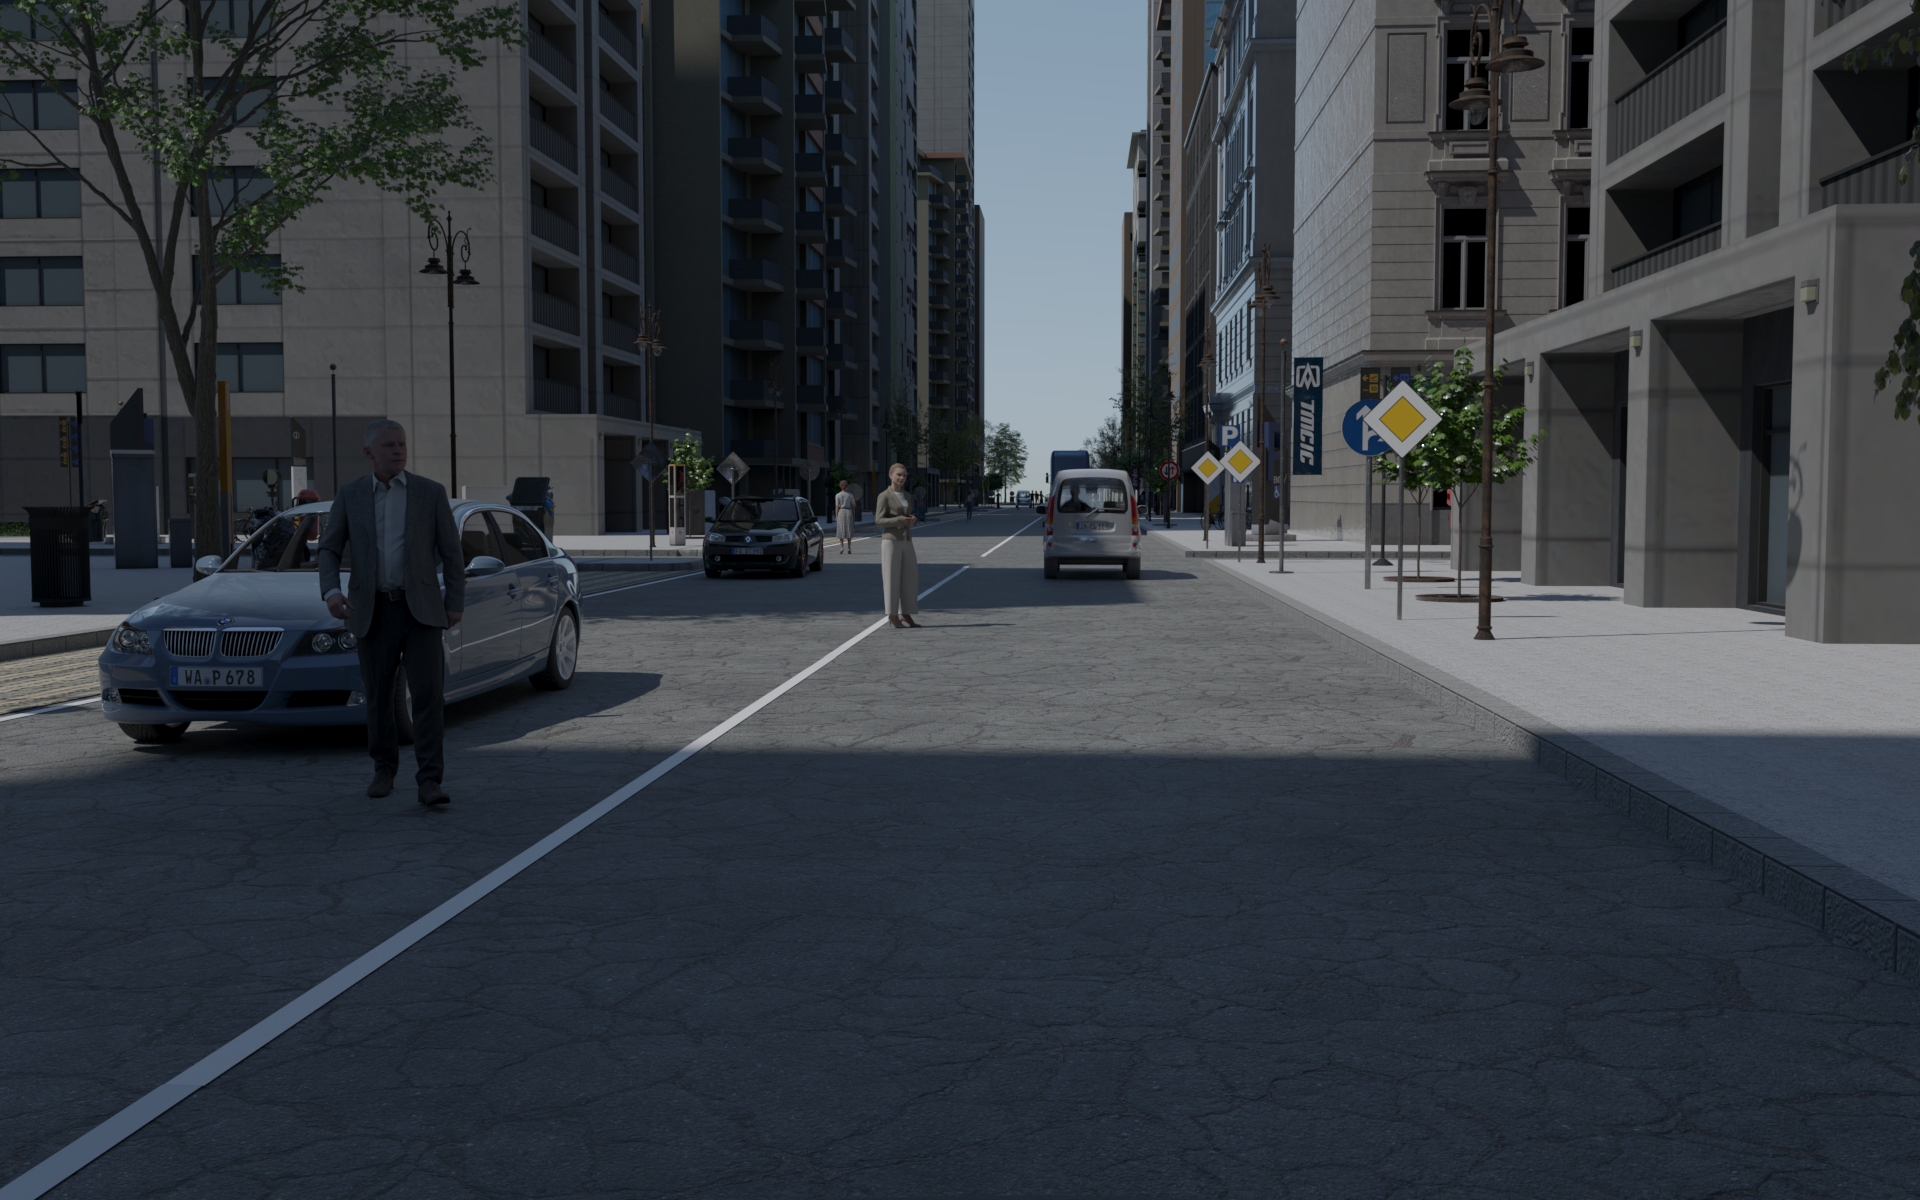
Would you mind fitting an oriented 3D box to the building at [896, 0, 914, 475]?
[{"bbox_3d":[-18.215,-33.971,144.666,28.713,52.752,27.495,0,4,4],"label":"building"}]

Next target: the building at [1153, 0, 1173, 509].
[{"bbox_3d":[27.502,-29.953,144.359,22.147,44.769,28.867,0,4,4],"label":"building"}]

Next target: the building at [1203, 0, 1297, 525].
[{"bbox_3d":[18.834,-17.973,79.760,13.634,28.700,20.117,0,4,4],"label":"building"}]

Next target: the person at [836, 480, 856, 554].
[{"bbox_3d":[-2.732,-1.972,41.313,0.480,1.755,0.524,-1,4,-10],"label":"person"}]

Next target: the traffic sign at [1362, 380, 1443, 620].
[{"bbox_3d":[4.474,-1.002,17.571,0.795,2.450,0.064,1,4,9],"label":"traffic sign"}]

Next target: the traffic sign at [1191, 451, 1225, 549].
[{"bbox_3d":[5.774,-2.249,40.411,0.795,2.450,0.064,0,4,4],"label":"traffic sign"}]

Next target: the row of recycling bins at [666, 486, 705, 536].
[{"bbox_3d":[-8.723,-2.944,55.255,1.069,1.692,3.534,-1,4,-16],"label":"row of recycling bins"}]

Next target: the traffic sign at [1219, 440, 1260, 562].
[{"bbox_3d":[5.239,-1.762,32.444,0.795,2.450,0.064,0,4,4],"label":"traffic sign"}]

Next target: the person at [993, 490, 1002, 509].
[{"bbox_3d":[3.618,-9.628,166.001,0.705,1.814,1.350,3,5,41],"label":"person"}]

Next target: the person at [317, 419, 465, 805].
[{"bbox_3d":[-2.612,0.053,8.034,0.661,1.777,0.834,-2,4,-26],"label":"person"}]

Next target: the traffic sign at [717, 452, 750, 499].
[{"bbox_3d":[-5.393,-2.296,41.180,0.795,2.450,0.064,0,4,4],"label":"traffic sign"}]

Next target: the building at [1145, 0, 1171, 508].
[{"bbox_3d":[29.064,-38.556,172.386,21.231,58.520,28.212,0,4,4],"label":"building"}]

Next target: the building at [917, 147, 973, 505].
[{"bbox_3d":[-9.817,-34.436,217.649,22.147,44.769,28.867,0,4,4],"label":"building"}]

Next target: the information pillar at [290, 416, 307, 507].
[{"bbox_3d":[-20.038,-3.738,52.477,0.183,3.616,0.504,2,4,33],"label":"information pillar"}]

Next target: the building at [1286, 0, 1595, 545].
[{"bbox_3d":[32.134,-16.671,48.982,44.131,29.872,17.030,0,4,4],"label":"building"}]

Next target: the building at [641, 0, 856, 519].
[{"bbox_3d":[-17.670,-26.995,95.987,22.147,44.769,28.867,0,4,4],"label":"building"}]

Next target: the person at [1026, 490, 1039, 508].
[{"bbox_3d":[7.278,-10.137,174.205,1.348,1.831,0.705,0,4,3],"label":"person"}]

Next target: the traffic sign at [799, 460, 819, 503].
[{"bbox_3d":[-5.706,-4.004,65.576,0.768,2.556,0.104,0,4,5],"label":"traffic sign"}]

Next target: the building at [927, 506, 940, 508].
[{"bbox_3d":[-12.519,-44.620,167.783,20.563,71.187,20.611,0,4,4],"label":"building"}]

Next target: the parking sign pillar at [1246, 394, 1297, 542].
[{"bbox_3d":[8.452,-3.589,47.154,1.447,3.967,1.447,3,4,38],"label":"parking sign pillar"}]

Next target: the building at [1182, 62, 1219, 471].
[{"bbox_3d":[21.055,-18.894,102.432,14.314,27.812,24.014,0,4,4],"label":"building"}]

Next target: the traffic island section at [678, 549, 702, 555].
[{"bbox_3d":[-5.417,-1.160,41.243,2.009,0.180,2.903,0,4,4],"label":"traffic island section"}]

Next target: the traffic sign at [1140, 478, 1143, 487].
[{"bbox_3d":[11.301,-6.580,109.705,0.606,2.300,0.079,1,4,13],"label":"traffic sign"}]

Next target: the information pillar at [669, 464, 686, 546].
[{"bbox_3d":[-6.999,-2.347,42.863,0.304,2.012,0.304,-3,5,-39],"label":"information pillar"}]

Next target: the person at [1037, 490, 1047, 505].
[{"bbox_3d":[6.811,-8.227,143.797,0.721,1.735,1.217,-3,5,-40],"label":"person"}]

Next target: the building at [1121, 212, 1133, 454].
[{"bbox_3d":[31.876,-37.690,266.342,14.600,45.320,14.200,0,4,4],"label":"building"}]

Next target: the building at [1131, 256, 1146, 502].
[{"bbox_3d":[28.430,-26.843,210.580,14.160,30.474,14.107,0,4,4],"label":"building"}]

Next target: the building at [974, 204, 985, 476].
[{"bbox_3d":[-3.555,-37.337,260.573,14.600,45.320,14.200,0,4,4],"label":"building"}]

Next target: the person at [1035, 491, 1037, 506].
[{"bbox_3d":[9.284,-12.408,211.001,0.705,1.869,1.348,0,4,8],"label":"person"}]

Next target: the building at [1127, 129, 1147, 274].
[{"bbox_3d":[38.215,-40.096,244.813,28.713,52.752,27.495,0,4,4],"label":"building"}]

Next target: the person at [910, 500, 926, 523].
[{"bbox_3d":[-2.053,-4.393,85.820,1.012,1.151,0.738,-2,4,-26],"label":"person"}]

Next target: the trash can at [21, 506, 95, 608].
[{"bbox_3d":[-10.266,-0.496,19.761,0.748,1.137,0.748,0,3,0],"label":"trash can"}]

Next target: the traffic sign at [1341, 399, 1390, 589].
[{"bbox_3d":[5.499,-1.418,23.285,0.768,2.556,0.104,1,4,8],"label":"traffic sign"}]

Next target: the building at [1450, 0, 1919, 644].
[{"bbox_3d":[17.870,-35.366,16.490,20.563,71.187,20.611,0,4,4],"label":"building"}]

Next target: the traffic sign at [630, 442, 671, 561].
[{"bbox_3d":[-5.929,-1.809,33.212,0.795,2.450,0.064,0,4,4],"label":"traffic sign"}]

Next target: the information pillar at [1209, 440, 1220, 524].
[{"bbox_3d":[10.860,-5.062,74.120,0.504,3.616,0.183,0,4,-1],"label":"information pillar"}]

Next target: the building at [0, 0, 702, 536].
[{"bbox_3d":[-20.602,-38.146,61.946,20.563,71.187,20.611,0,4,4],"label":"building"}]

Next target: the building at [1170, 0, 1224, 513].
[{"bbox_3d":[22.197,-28.907,122.732,14.600,45.320,14.200,0,4,4],"label":"building"}]

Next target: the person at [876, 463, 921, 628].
[{"bbox_3d":[-0.642,-0.579,18.523,0.362,1.759,0.519,3,5,43],"label":"person"}]

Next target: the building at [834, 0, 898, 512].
[{"bbox_3d":[-12.136,-26.911,123.590,14.154,41.232,14.086,0,4,4],"label":"building"}]

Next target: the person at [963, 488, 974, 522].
[{"bbox_3d":[0.480,-4.955,90.111,0.593,1.750,0.643,1,4,16],"label":"person"}]

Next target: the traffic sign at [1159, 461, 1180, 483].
[{"bbox_3d":[7.962,-4.021,65.855,0.768,2.556,0.104,1,4,11],"label":"traffic sign"}]

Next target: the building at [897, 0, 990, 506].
[{"bbox_3d":[-6.247,-49.129,241.504,20.563,71.187,20.611,0,4,4],"label":"building"}]

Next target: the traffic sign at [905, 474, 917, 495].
[{"bbox_3d":[-3.028,-6.537,106.988,0.768,2.556,0.104,1,4,11],"label":"traffic sign"}]

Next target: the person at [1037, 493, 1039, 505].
[{"bbox_3d":[10.081,-13.281,226.090,0.683,1.767,0.568,2,4,26],"label":"person"}]

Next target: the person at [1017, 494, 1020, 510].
[{"bbox_3d":[5.378,-8.926,157.663,0.599,1.433,0.991,0,4,-5],"label":"person"}]
